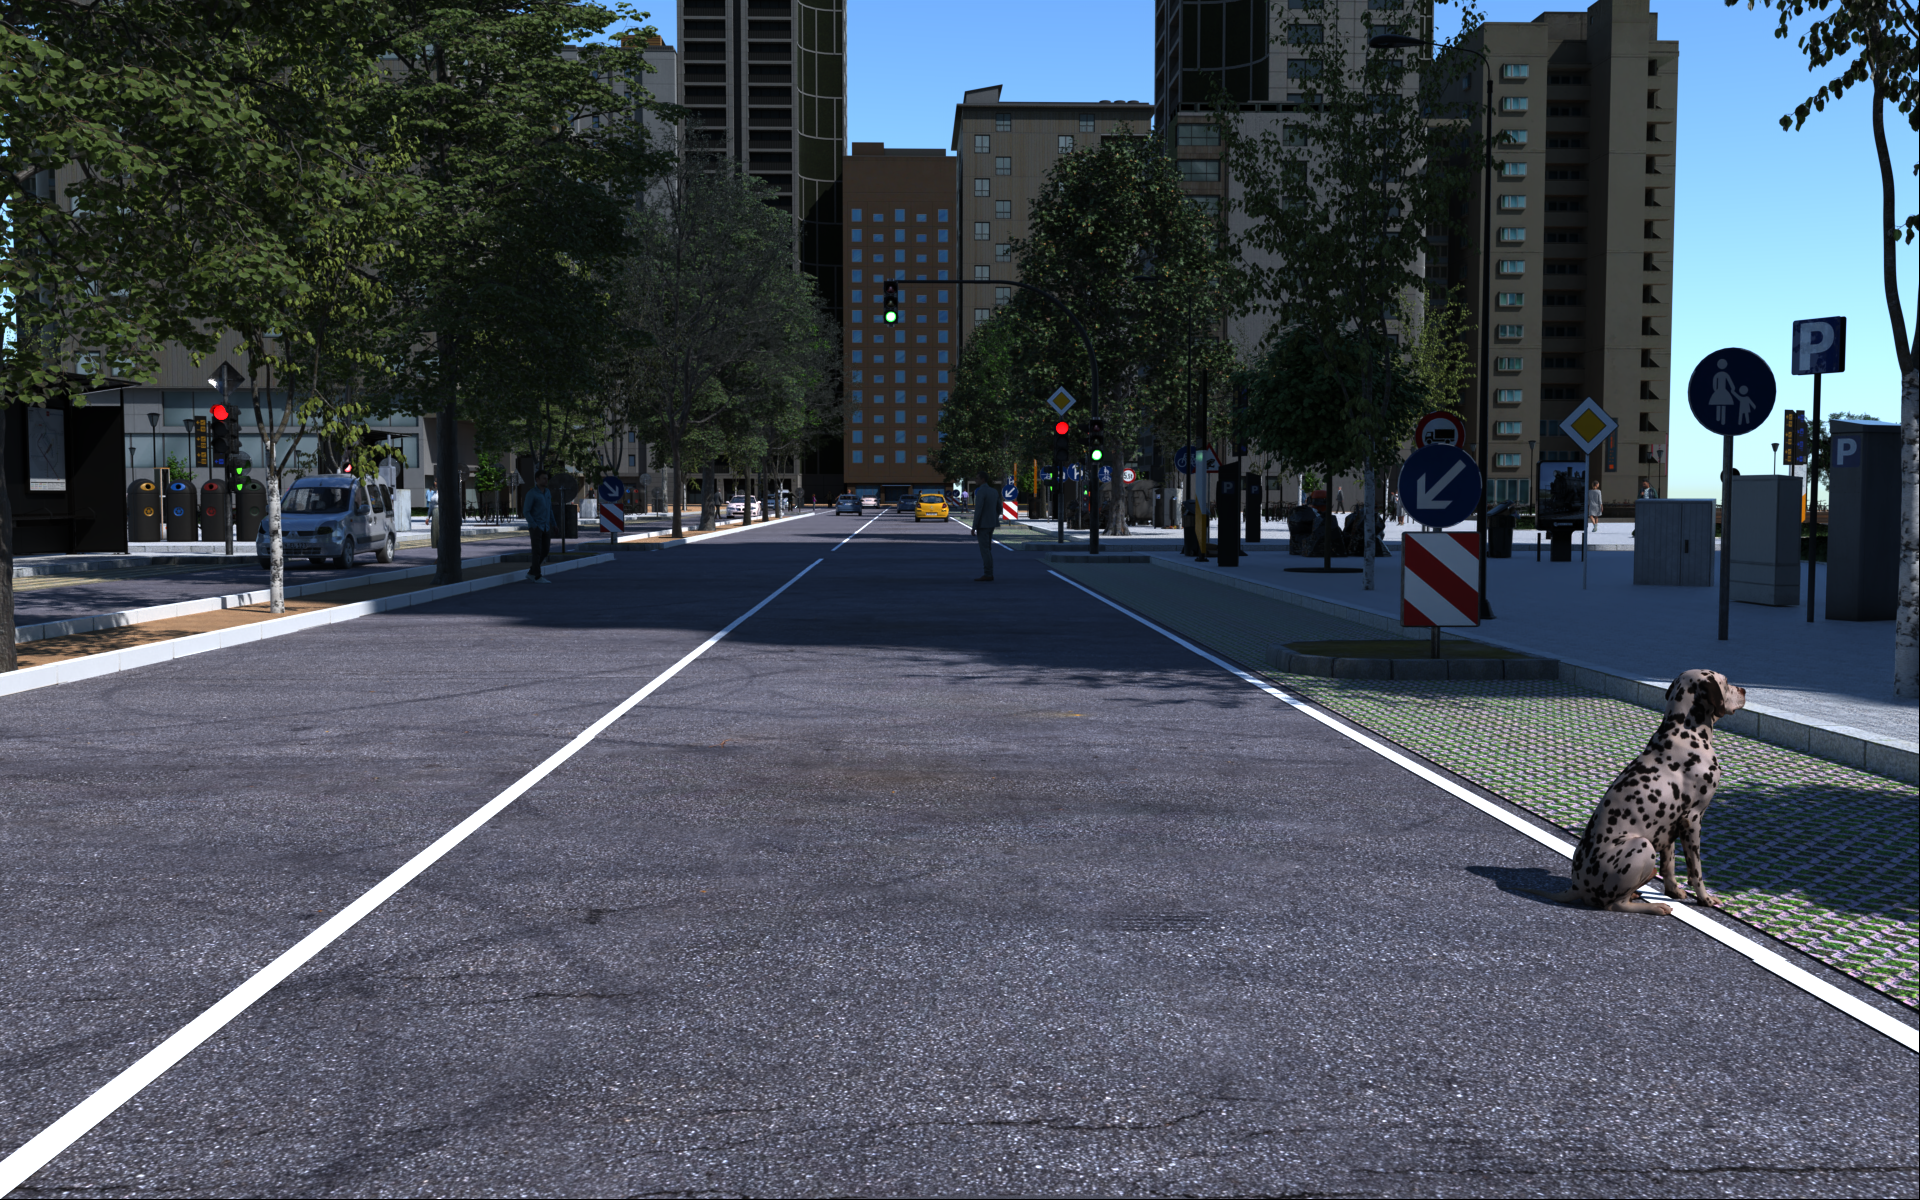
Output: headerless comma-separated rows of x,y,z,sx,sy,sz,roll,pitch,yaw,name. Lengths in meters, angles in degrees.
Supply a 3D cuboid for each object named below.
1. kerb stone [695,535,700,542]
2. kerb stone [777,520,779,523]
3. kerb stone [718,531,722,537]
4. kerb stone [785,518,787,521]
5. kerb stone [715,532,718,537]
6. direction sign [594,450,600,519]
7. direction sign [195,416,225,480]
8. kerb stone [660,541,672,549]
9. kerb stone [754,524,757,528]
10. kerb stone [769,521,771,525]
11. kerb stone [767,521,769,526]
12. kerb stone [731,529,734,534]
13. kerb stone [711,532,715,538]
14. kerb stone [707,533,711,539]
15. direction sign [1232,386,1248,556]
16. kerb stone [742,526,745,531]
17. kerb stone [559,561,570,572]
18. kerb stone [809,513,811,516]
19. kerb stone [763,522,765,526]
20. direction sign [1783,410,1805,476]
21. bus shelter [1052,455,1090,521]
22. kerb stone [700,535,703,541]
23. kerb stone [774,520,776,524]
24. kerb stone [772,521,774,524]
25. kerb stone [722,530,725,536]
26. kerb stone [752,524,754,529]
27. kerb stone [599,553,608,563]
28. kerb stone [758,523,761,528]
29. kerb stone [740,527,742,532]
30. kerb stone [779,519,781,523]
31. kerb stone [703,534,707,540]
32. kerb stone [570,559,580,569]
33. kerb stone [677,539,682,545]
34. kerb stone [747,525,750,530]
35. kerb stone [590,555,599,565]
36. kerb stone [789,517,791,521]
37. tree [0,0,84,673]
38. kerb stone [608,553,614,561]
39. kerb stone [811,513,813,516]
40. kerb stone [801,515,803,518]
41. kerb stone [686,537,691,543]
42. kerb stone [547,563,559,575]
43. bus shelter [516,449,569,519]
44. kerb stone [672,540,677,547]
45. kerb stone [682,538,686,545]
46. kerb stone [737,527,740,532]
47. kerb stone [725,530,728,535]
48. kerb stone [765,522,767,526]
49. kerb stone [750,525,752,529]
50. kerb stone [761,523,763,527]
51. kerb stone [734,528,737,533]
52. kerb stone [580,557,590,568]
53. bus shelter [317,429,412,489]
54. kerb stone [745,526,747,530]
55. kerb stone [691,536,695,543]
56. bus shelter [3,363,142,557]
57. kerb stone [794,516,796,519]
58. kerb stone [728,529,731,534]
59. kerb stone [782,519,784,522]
-8.009,-1.820,51.977,0.120,0.150,1.000,0,4,-2,kerb stone
-8.975,-3.766,83.778,0.120,0.150,1.000,0,4,-2,kerb stone
-8.192,-2.198,58.137,0.120,0.150,1.000,0,4,-2,kerb stone
-9.128,-4.078,88.901,0.120,0.150,1.000,0,4,-2,kerb stone
-8.167,-2.130,57.103,0.120,0.150,1.000,0,4,-2,kerb stone
-18.765,-5.977,89.714,0.379,3.537,0.876,-2,4,-29,direction sign
-21.822,-3.574,50.435,0.379,3.537,0.876,3,4,36,direction sign
-7.825,-1.445,45.832,0.120,0.150,1.000,0,4,-2,kerb stone
-8.601,-3.013,71.461,0.120,0.150,1.000,0,4,-2,kerb stone
-8.816,-3.447,78.644,0.120,0.150,1.000,0,4,-2,kerb stone
-8.782,-3.388,77.611,0.120,0.150,1.000,0,4,-2,kerb stone
-8.319,-2.449,62.238,0.120,0.150,1.000,0,4,-2,kerb stone
-8.139,-2.070,56.079,0.120,0.150,1.000,0,4,-2,kerb stone
-8.112,-2.010,55.057,0.120,0.150,1.000,0,4,-2,kerb stone
5.785,-2.681,35.839,0.379,3.537,0.876,-1,4,-10,direction sign
-8.450,-2.698,66.334,0.120,0.150,1.000,0,4,-2,kerb stone
-7.404,-0.598,31.971,0.120,0.150,1.000,0,4,-2,kerb stone
-9.778,-5.395,110.398,0.120,0.150,1.000,0,4,-2,kerb stone
-8.728,-3.261,75.566,0.120,0.150,1.000,0,4,-2,kerb stone
22.458,-3.346,46.700,0.876,3.537,0.379,-2,4,-33,direction sign
5.100,-5.535,81.782,1.731,3.624,6.357,0,4,-2,bus shelter
-8.048,-1.884,53.005,0.120,0.150,1.000,0,4,-2,kerb stone
-8.911,-3.641,81.726,0.120,0.150,1.000,0,4,-2,kerb stone
-8.886,-3.578,80.694,0.120,0.150,1.000,0,4,-2,kerb stone
-8.232,-2.260,59.160,0.120,0.150,1.000,0,4,-2,kerb stone
-8.574,-2.950,70.436,0.120,0.150,1.000,0,4,-2,kerb stone
-7.530,-0.843,36.075,0.120,0.150,1.000,0,4,-2,kerb stone
-8.664,-3.139,73.518,0.120,0.150,1.000,0,4,-2,kerb stone
-8.417,-2.630,65.313,0.120,0.150,1.000,0,4,-2,kerb stone
-9.008,-3.829,84.799,0.120,0.150,1.000,0,4,-2,kerb stone
-8.076,-1.944,54.027,0.120,0.150,1.000,0,4,-2,kerb stone
-7.444,-0.661,33.003,0.120,0.150,1.000,0,4,-2,kerb stone
-7.893,-1.571,47.881,0.120,0.150,1.000,0,4,-2,kerb stone
-8.514,-2.825,68.385,0.120,0.150,1.000,0,4,-2,kerb stone
-7.504,-0.784,35.053,0.120,0.150,1.000,0,4,-2,kerb stone
-9.223,-4.267,91.966,0.120,0.150,1.000,0,4,-2,kerb stone
-7.729,-5.689,13.601,7.486,12.596,7.792,0,3,0,tree
-7.562,-0.910,37.105,0.120,0.150,1.000,0,4,-2,kerb stone
-9.872,-5.580,113.470,0.120,0.150,1.000,0,4,-2,kerb stone
-9.532,-4.892,102.213,0.120,0.150,1.000,0,4,-2,kerb stone
-7.955,-1.688,49.927,0.120,0.150,1.000,0,4,-2,kerb stone
-7.374,-0.530,30.946,0.120,0.150,1.000,0,4,-2,kerb stone
-22.192,-6.192,92.520,1.731,3.624,6.357,0,4,-2,bus shelter
-7.862,-1.500,46.854,0.120,0.150,1.000,0,4,-2,kerb stone
-7.923,-1.629,48.906,0.120,0.150,1.000,0,4,-2,kerb stone
-8.387,-2.568,64.291,0.120,0.150,1.000,0,4,-2,kerb stone
-8.264,-2.323,60.182,0.120,0.150,1.000,0,4,-2,kerb stone
-8.759,-3.322,76.588,0.120,0.150,1.000,0,4,-2,kerb stone
-8.541,-2.888,69.413,0.120,0.150,1.000,0,4,-2,kerb stone
-8.692,-3.202,74.541,0.120,0.150,1.000,0,4,-2,kerb stone
-8.353,-2.508,63.269,0.120,0.150,1.000,0,4,-2,kerb stone
-7.468,-0.723,34.027,0.120,0.150,1.000,0,4,-2,kerb stone
-22.420,-4.540,65.512,1.731,3.624,6.357,0,4,-2,bus shelter
-8.472,-2.762,67.356,0.120,0.150,1.000,0,4,-2,kerb stone
-7.985,-1.759,50.955,0.120,0.150,1.000,0,4,-2,kerb stone
-18.069,-2.590,33.628,1.731,3.624,6.357,0,4,-2,bus shelter
-9.354,-4.518,96.070,0.120,0.150,1.000,0,4,-2,kerb stone
-8.291,-2.381,61.211,0.120,0.150,1.000,0,4,-2,kerb stone
-9.072,-3.949,86.849,0.120,0.150,1.000,0,4,-2,kerb stone
